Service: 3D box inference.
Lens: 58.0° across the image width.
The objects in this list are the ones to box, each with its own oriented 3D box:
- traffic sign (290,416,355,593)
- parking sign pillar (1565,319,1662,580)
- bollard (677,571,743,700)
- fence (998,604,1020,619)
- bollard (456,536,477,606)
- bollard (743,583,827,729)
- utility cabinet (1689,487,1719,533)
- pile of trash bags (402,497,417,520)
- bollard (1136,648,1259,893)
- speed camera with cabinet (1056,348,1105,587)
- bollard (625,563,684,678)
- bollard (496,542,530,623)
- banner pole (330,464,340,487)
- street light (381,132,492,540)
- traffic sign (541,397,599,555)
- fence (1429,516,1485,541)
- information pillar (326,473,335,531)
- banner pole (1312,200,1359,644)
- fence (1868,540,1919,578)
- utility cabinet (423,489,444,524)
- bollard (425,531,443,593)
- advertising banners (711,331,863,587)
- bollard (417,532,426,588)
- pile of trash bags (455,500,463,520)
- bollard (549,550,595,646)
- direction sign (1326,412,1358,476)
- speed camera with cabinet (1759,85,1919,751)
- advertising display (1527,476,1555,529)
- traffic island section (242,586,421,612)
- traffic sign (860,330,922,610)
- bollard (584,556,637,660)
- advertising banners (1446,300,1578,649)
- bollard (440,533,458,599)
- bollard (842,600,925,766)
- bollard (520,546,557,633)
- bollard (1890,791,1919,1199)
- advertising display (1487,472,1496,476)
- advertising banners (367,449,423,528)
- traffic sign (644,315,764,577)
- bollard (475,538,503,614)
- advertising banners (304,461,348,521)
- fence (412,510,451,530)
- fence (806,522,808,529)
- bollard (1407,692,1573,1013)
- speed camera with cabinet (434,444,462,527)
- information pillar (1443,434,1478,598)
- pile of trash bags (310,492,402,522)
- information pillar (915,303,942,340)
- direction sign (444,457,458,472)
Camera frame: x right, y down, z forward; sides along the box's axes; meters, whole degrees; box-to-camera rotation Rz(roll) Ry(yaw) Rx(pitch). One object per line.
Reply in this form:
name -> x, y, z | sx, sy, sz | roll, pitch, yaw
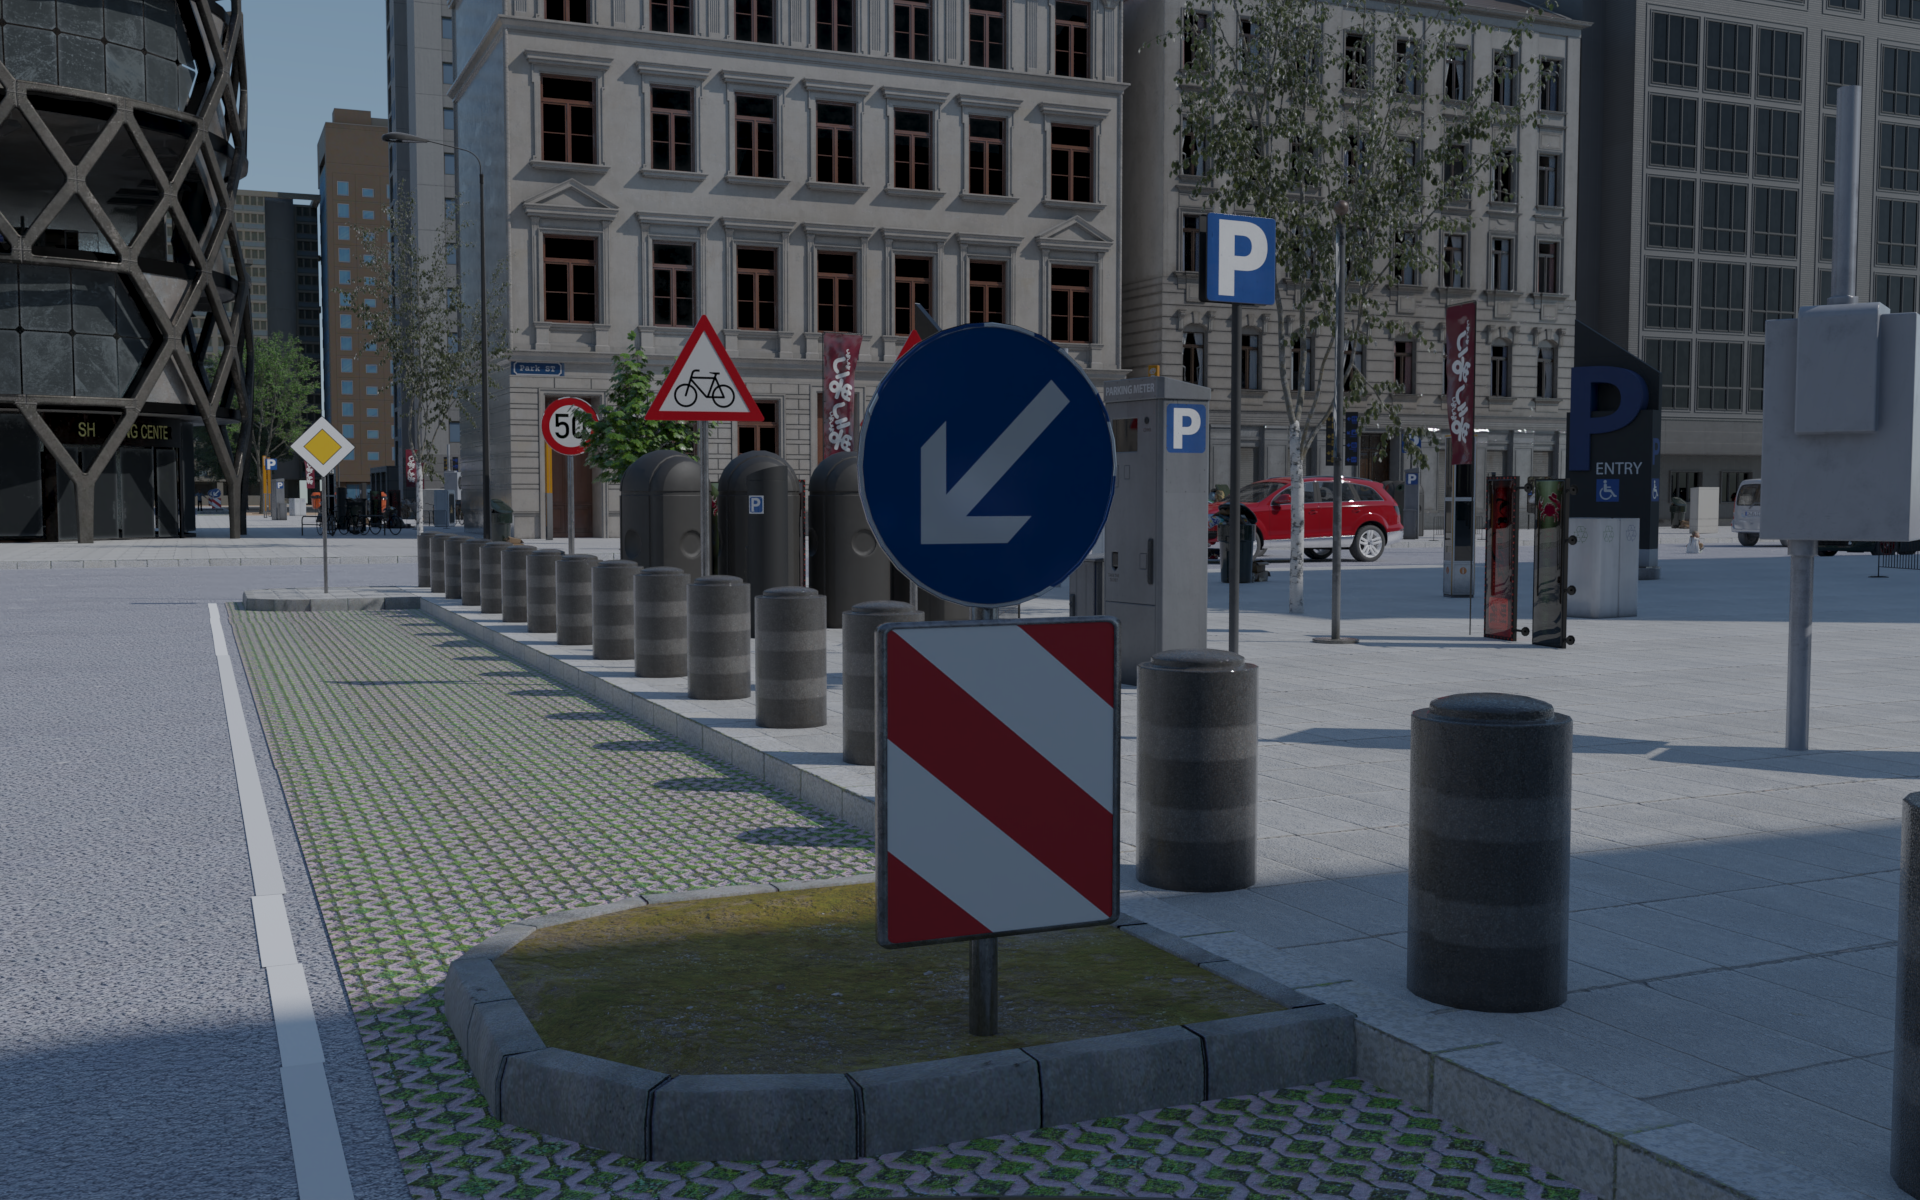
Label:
traffic sign -> -8.194, -1.142, 22.315 | 0.795, 2.450, 0.064 | -2, 4, -24
parking sign pillar -> 9.925, -2.316, 26.333 | 1.447, 3.967, 1.447 | 3, 5, 39
bollard -> -1.522, 0.231, 10.940 | 0.404, 0.777, 0.398 | 0, 3, 0
fence -> 0.401, -0.261, 15.466 | 0.480, 1.192, 2.264 | 1, 4, 9
bollard -> -5.556, -0.324, 20.013 | 0.404, 0.777, 0.398 | 0, 3, 0
bollard -> -0.939, 0.311, 9.627 | 0.404, 0.777, 0.398 | 0, 3, 0
utility cabinet -> 24.100, -2.901, 56.109 | 1.173, 1.500, 0.318 | -3, 4, -36
pile of trash bags -> -27.200, -4.776, 87.835 | 1.912, 1.369, 3.447 | -3, 5, -40
bollard -> 0.786, 0.549, 5.747 | 0.404, 0.777, 0.398 | 0, 3, 0
speed camera with cabinet -> 1.952, -1.762, 23.145 | 0.660, 3.252, 2.038 | -2, 4, -34
bollard -> -2.100, 0.152, 12.235 | 0.404, 0.777, 0.398 | 0, 3, 0
bollard -> -4.405, -0.165, 17.420 | 0.404, 0.777, 0.398 | 0, 3, 0
banner pole -> -25.263, -4.890, 69.971 | 0.401, 3.779, 0.863 | 1, 4, 22
street light -> -6.763, -3.063, 22.622 | 1.470, 5.913, 1.316 | -2, 4, -24
traffic sign -> -5.117, -1.386, 22.771 | 0.768, 2.556, 0.104 | -1, 4, -22
fence -> 13.780, -1.989, 47.896 | 2.069, 0.683, 0.278 | -2, 4, -33
information pillar -> -22.255, -3.460, 61.057 | 0.304, 2.012, 0.304 | 2, 4, 26
banner pole -> 3.187, -1.507, 14.651 | 0.401, 3.779, 0.863 | 1, 4, 16
fence -> 14.186, -0.626, 25.614 | 0.278, 0.683, 2.069 | 0, 4, -4
utility cabinet -> -22.252, -3.972, 73.617 | 1.173, 1.500, 0.318 | 1, 4, 18
bollard -> -6.704, -0.482, 22.600 | 0.404, 0.777, 0.398 | 0, 3, 0
advertising banners -> -1.882, -1.358, 18.386 | 2.074, 3.025, 0.090 | -3, 4, -37
bollard -> -7.280, -0.562, 23.905 | 0.404, 0.777, 0.398 | 0, 3, 0
pile of trash bags -> -24.685, -4.740, 87.253 | 1.912, 1.369, 3.447 | -2, 4, -35
bollard -> -3.255, -0.007, 14.834 | 0.404, 0.777, 0.398 | 0, 3, 0
direction sign -> 10.535, -3.415, 47.837 | 0.876, 3.537, 0.379 | 1, 4, 22
speed camera with cabinet -> 4.993, -0.853, 8.279 | 2.038, 3.252, 0.660 | 2, 4, 35
advertising display -> 20.998, -3.514, 62.660 | 0.974, 1.923, 0.123 | 3, 5, 42
traffic island section -> -8.176, -0.007, 22.401 | 2.009, 0.180, 2.903 | -2, 4, -24
traffic sign -> -0.373, -0.845, 13.816 | 0.884, 2.594, 0.081 | -1, 4, -17
bollard -> -2.670, 0.073, 13.530 | 0.404, 0.777, 0.398 | 0, 3, 0
advertising banners -> 4.773, -1.161, 15.175 | 0.090, 3.025, 2.074 | -1, 4, -14
bollard -> -6.131, -0.403, 21.306 | 0.404, 0.777, 0.398 | 0, 3, 0
bollard -> -0.368, 0.391, 8.332 | 0.404, 0.777, 0.398 | 0, 3, 0
bollard -> -3.829, -0.086, 16.128 | 0.404, 0.777, 0.398 | 0, 3, 0
bollard -> 1.934, 0.707, 3.156 | 0.404, 0.777, 0.398 | 0, 3, 0
advertising display -> 15.470, -2.767, 50.449 | 0.123, 1.923, 0.974 | 1, 4, 10
advertising banners -> -21.897, -4.328, 66.949 | 2.074, 3.025, 0.090 | -3, 5, -43
traffic sign -> -1.867, -0.774, 12.653 | 0.884, 2.594, 0.081 | -1, 4, -22
bollard -> -4.978, -0.244, 18.715 | 0.404, 0.777, 0.398 | 0, 3, 0
advertising banners -> -30.229, -5.281, 82.537 | 2.074, 3.025, 0.090 | -3, 5, -41
fence -> -19.360, -2.941, 63.453 | 0.278, 0.683, 2.069 | 1, 4, 16
fence -> -3.665, -2.082, 45.246 | 2.264, 1.192, 0.480 | -3, 4, -37
bollard -> 1.358, 0.628, 4.452 | 0.404, 0.777, 0.398 | 0, 3, 0
speed camera with cabinet -> -20.178, -4.525, 68.318 | 0.660, 3.252, 2.038 | 0, 4, 0
information pillar -> 6.200, -1.039, 21.481 | 0.304, 2.012, 0.304 | 0, 4, -5
pile of trash bags -> -27.619, -4.226, 78.847 | 3.447, 1.369, 1.912 | 1, 4, 15
information pillar -> -0.370, -1.827, 21.220 | 0.183, 3.616, 0.504 | -3, 5, -44
direction sign -> -30.965, -6.938, 105.441 | 0.876, 3.537, 0.379 | 0, 4, -1
